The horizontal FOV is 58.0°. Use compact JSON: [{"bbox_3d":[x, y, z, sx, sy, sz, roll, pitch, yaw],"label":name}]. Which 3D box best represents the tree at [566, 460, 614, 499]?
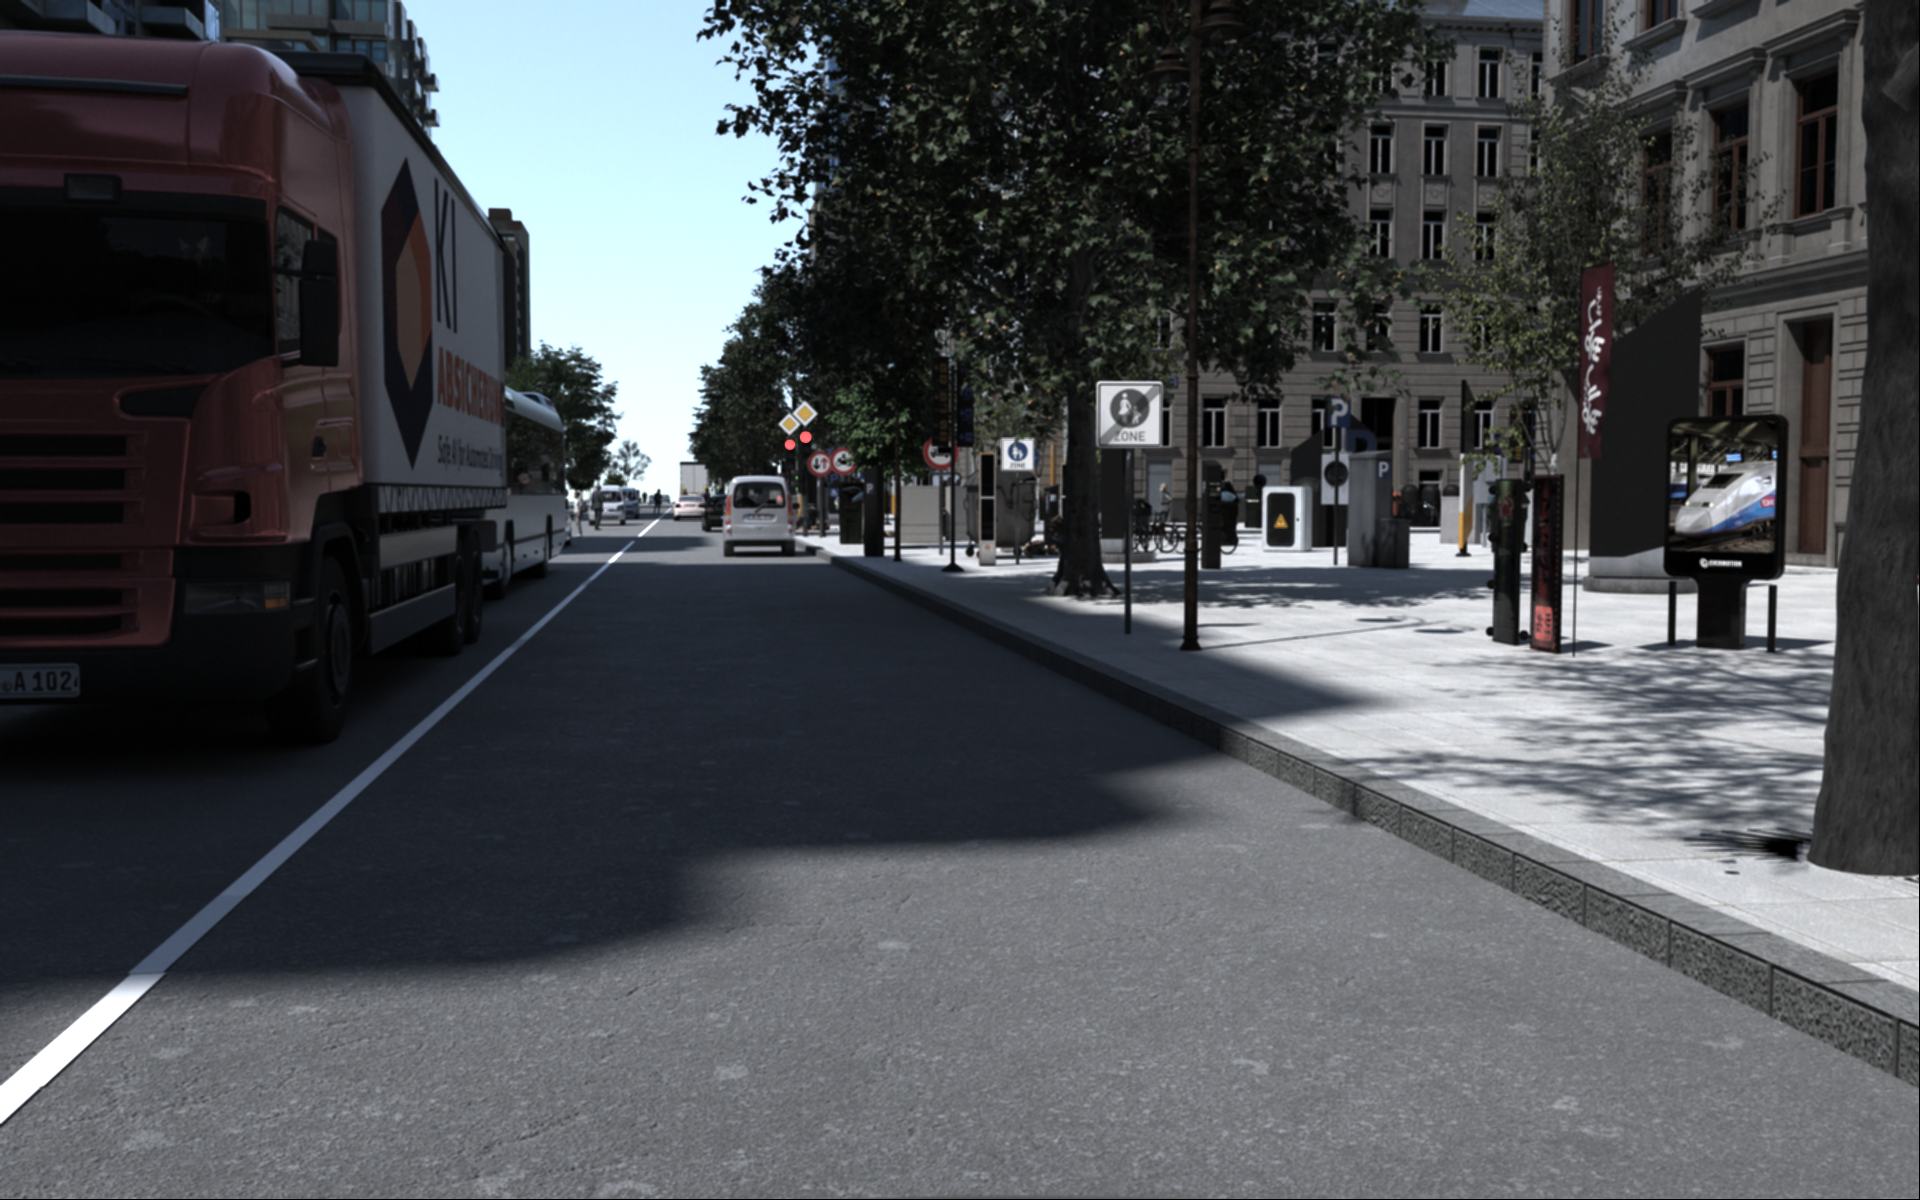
[{"bbox_3d":[-36.608,-11.215,167.075,4.285,4.588,4.351,0,3,0],"label":"tree"}]

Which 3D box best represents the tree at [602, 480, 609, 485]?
[{"bbox_3d":[-47.043,-14.363,229.429,1.663,3.219,1.824,0,3,0],"label":"tree"}]

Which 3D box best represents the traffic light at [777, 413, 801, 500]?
[{"bbox_3d":[-5.912,-4.343,59.923,0.839,4.253,0.868,-1,4,-9],"label":"traffic light"}]

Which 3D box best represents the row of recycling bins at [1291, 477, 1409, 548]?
[{"bbox_3d":[9.463,-2.170,42.597,3.534,1.692,1.069,-3,5,-40],"label":"row of recycling bins"}]

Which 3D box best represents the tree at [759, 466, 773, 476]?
[{"bbox_3d":[-12.234,-7.100,110.681,1.663,3.219,1.824,0,3,0],"label":"tree"}]

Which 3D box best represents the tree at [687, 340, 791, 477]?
[{"bbox_3d":[-16.202,-12.800,127.408,7.486,12.596,7.792,0,3,0],"label":"tree"}]

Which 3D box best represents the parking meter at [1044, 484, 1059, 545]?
[{"bbox_3d":[2.286,-2.136,43.340,0.372,1.533,0.369,0,3,0],"label":"parking meter"}]

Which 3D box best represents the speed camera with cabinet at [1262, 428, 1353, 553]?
[{"bbox_3d":[7.710,-2.679,38.140,2.038,3.252,0.660,2,4,32],"label":"speed camera with cabinet"}]

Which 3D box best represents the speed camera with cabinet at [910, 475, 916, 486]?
[{"bbox_3d":[-1.229,-4.164,62.418,0.660,3.252,2.038,-1,4,-20],"label":"speed camera with cabinet"}]

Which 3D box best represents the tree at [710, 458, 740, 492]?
[{"bbox_3d":[-36.132,-18.748,256.894,4.737,8.622,4.395,0,3,0],"label":"tree"}]

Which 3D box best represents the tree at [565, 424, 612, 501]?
[{"bbox_3d":[-38.713,-13.910,177.782,4.737,8.622,4.395,0,3,0],"label":"tree"}]

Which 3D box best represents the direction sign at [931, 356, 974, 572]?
[{"bbox_3d":[-0.119,-2.243,28.670,0.876,3.537,0.379,-3,5,-39],"label":"direction sign"}]

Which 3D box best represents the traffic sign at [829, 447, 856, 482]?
[{"bbox_3d":[-3.149,-2.864,46.931,0.768,2.556,0.104,0,4,-1],"label":"traffic sign"}]

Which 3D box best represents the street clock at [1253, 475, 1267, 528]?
[{"bbox_3d":[11.188,-3.677,64.681,0.358,2.002,0.471,-3,5,-40],"label":"street clock"}]

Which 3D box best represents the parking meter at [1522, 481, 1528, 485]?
[{"bbox_3d":[24.771,-4.306,76.118,0.255,1.863,0.399,0,4,0],"label":"parking meter"}]

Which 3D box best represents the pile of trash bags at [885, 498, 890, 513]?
[{"bbox_3d":[-6.469,-6.416,114.651,3.447,1.369,1.912,-1,4,-21],"label":"pile of trash bags"}]

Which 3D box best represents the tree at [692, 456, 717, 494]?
[{"bbox_3d":[-39.484,-21.730,281.047,9.928,11.665,9.643,0,3,0],"label":"tree"}]

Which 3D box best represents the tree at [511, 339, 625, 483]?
[{"bbox_3d":[-32.950,-14.494,143.626,9.857,13.997,8.962,0,3,0],"label":"tree"}]

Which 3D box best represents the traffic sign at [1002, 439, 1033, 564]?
[{"bbox_3d":[1.056,-1.812,31.752,0.606,2.300,0.079,0,4,0],"label":"traffic sign"}]

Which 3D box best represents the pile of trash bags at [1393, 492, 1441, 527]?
[{"bbox_3d":[17.386,-3.519,67.292,1.912,1.369,3.447,3,4,36],"label":"pile of trash bags"}]

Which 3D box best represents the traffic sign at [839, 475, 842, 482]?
[{"bbox_3d":[-7.390,-6.274,102.687,0.768,2.556,0.104,0,4,-1],"label":"traffic sign"}]

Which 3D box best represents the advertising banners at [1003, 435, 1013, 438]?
[{"bbox_3d":[0.959,-3.344,50.870,0.090,3.025,2.074,3,4,37],"label":"advertising banners"}]

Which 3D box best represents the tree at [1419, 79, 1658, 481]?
[{"bbox_3d":[10.629,-4.952,31.329,4.737,8.622,4.395,0,3,0],"label":"tree"}]

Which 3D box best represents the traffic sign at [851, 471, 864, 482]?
[{"bbox_3d":[-3.463,-3.688,60.409,0.768,2.556,0.104,0,4,-2],"label":"traffic sign"}]

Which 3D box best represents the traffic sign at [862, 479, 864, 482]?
[{"bbox_3d":[-3.565,-3.978,67.162,0.606,2.300,0.079,0,4,-1],"label":"traffic sign"}]

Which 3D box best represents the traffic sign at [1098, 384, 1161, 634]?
[{"bbox_3d":[1.539,-0.837,15.813,0.606,2.300,0.079,0,4,-4],"label":"traffic sign"}]

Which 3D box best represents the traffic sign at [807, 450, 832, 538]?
[{"bbox_3d":[-4.079,-3.093,50.683,0.768,2.556,0.104,-1,4,-8],"label":"traffic sign"}]

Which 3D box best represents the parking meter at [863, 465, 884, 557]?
[{"bbox_3d":[-1.771,-1.822,35.504,0.399,1.863,0.255,3,5,41],"label":"parking meter"}]

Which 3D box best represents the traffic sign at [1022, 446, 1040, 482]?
[{"bbox_3d":[1.536,-2.555,41.876,0.768,2.556,0.104,0,4,0],"label":"traffic sign"}]

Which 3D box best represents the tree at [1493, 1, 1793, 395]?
[{"bbox_3d":[9.897,-4.642,26.262,4.360,8.622,3.978,0,3,0],"label":"tree"}]

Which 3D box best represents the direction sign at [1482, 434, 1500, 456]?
[{"bbox_3d":[19.924,-4.467,65.028,0.876,3.537,0.379,-2,4,-29],"label":"direction sign"}]

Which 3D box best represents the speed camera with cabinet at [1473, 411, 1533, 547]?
[{"bbox_3d":[13.441,-2.901,41.774,2.038,3.252,0.660,0,4,-1],"label":"speed camera with cabinet"}]

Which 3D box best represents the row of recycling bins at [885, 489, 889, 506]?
[{"bbox_3d":[-3.994,-6.873,119.491,3.534,1.692,1.069,1,4,13],"label":"row of recycling bins"}]

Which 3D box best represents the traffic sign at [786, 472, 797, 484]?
[{"bbox_3d":[-9.458,-5.928,97.021,0.768,2.556,0.104,-1,4,-9],"label":"traffic sign"}]

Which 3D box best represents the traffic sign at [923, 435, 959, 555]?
[{"bbox_3d":[-0.397,-2.222,36.442,0.768,2.556,0.104,0,4,-4],"label":"traffic sign"}]

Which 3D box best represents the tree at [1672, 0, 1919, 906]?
[{"bbox_3d":[3.204,-5.815,5.444,12.009,13.543,11.850,0,3,0],"label":"tree"}]

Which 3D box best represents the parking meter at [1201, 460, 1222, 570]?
[{"bbox_3d":[4.279,-1.454,29.484,0.255,1.863,0.399,-1,4,-9],"label":"parking meter"}]

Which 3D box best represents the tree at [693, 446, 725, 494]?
[{"bbox_3d":[-27.434,-16.380,202.219,8.767,10.594,7.601,0,4,6],"label":"tree"}]

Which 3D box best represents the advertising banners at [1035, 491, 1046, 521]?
[{"bbox_3d":[3.270,-5.304,82.901,2.074,3.025,0.090,-1,4,-12],"label":"advertising banners"}]

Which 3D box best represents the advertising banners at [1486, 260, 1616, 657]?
[{"bbox_3d":[4.768,-1.093,14.058,0.090,3.025,2.074,0,4,-7],"label":"advertising banners"}]

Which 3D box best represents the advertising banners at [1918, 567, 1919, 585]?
[{"bbox_3d":[13.602,-1.727,24.417,2.074,3.025,0.090,-2,4,-24],"label":"advertising banners"}]

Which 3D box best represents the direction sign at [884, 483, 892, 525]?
[{"bbox_3d":[-3.036,-4.911,72.285,0.876,3.537,0.379,2,4,28],"label":"direction sign"}]

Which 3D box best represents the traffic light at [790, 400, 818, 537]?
[{"bbox_3d":[-4.668,-3.860,52.035,0.839,4.253,0.868,-1,4,-9],"label":"traffic light"}]

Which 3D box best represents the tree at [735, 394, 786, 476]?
[{"bbox_3d":[-12.372,-9.478,105.320,4.360,8.622,3.978,0,3,0],"label":"tree"}]

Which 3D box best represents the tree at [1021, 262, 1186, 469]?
[{"bbox_3d":[4.417,-5.903,46.880,4.737,8.622,4.395,0,3,0],"label":"tree"}]

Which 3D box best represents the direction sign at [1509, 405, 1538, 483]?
[{"bbox_3d":[14.342,-3.173,43.873,0.876,3.537,0.379,0,4,2],"label":"direction sign"}]

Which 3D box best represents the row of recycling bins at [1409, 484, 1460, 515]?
[{"bbox_3d":[20.411,-4.048,73.297,3.534,1.692,1.069,2,4,26],"label":"row of recycling bins"}]

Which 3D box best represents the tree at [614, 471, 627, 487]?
[{"bbox_3d":[-48.675,-15.927,244.125,4.285,4.588,4.351,0,3,0],"label":"tree"}]

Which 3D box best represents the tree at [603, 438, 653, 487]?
[{"bbox_3d":[-54.562,-21.289,282.485,8.767,10.594,7.601,-2,4,-24],"label":"tree"}]

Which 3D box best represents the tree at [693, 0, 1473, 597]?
[{"bbox_3d":[1.490,-6.412,21.851,9.611,12.733,9.660,0,3,0],"label":"tree"}]
